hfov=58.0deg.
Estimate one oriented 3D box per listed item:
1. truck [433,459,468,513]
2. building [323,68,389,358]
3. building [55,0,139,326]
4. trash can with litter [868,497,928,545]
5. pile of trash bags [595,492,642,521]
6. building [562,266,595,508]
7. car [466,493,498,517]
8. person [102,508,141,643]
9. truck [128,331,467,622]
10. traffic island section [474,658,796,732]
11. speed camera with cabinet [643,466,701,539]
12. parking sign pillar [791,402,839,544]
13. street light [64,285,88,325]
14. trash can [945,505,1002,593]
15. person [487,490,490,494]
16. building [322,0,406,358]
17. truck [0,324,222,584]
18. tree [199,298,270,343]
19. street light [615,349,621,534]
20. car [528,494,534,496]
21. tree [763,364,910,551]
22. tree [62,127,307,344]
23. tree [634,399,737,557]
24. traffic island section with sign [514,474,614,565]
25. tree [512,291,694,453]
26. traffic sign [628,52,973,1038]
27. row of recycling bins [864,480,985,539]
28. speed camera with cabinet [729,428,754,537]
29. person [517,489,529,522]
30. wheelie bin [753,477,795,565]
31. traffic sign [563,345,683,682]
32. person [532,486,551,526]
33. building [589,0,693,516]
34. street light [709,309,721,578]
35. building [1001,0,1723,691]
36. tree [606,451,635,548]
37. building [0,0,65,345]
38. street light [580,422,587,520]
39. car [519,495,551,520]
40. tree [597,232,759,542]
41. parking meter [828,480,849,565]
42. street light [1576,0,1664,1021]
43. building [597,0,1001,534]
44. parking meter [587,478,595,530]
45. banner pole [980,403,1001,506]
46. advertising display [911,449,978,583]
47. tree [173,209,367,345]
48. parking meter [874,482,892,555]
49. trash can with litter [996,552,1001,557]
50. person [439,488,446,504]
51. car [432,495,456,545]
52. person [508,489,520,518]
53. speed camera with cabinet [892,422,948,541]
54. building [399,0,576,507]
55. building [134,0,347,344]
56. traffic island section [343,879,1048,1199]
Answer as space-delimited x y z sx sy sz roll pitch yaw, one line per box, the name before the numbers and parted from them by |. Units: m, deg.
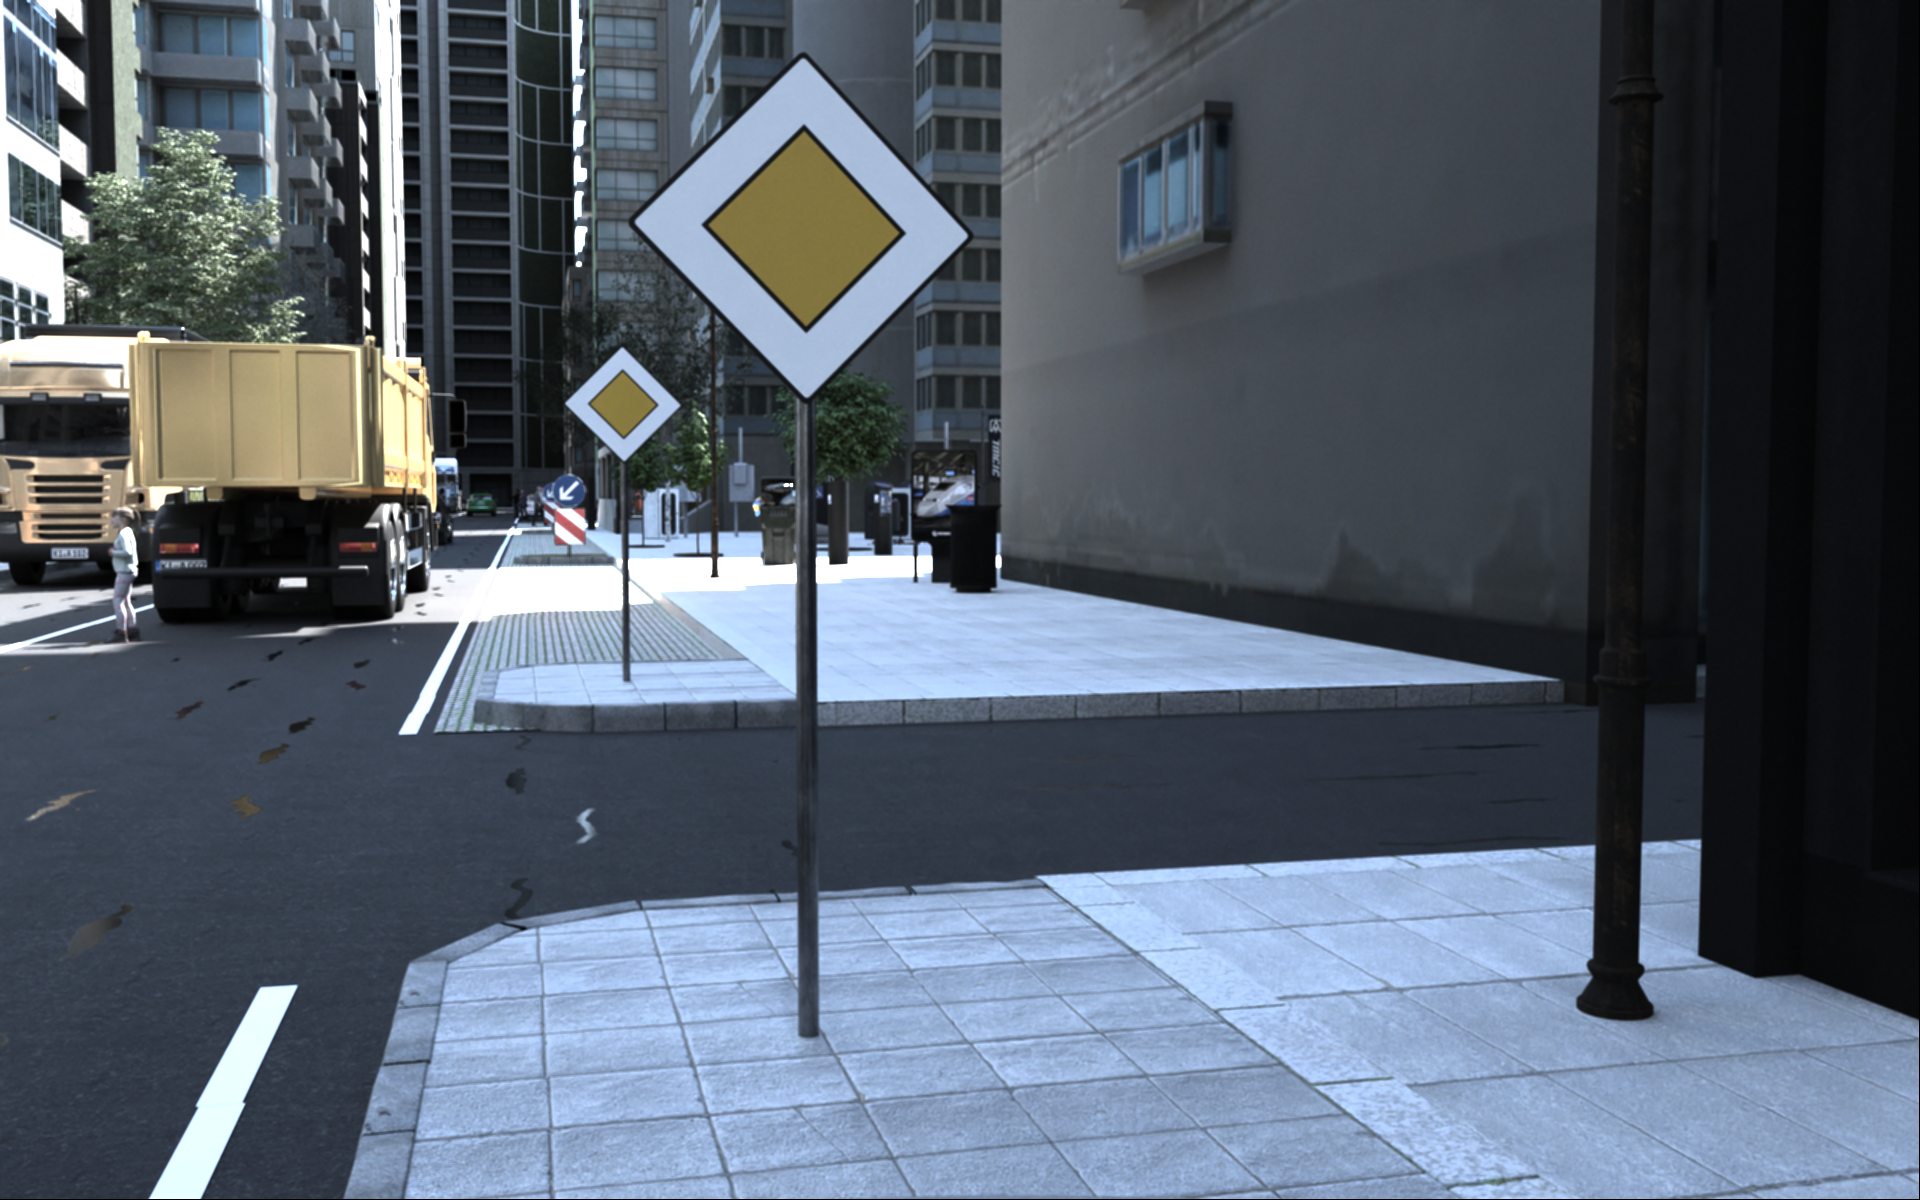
truck | -40.556 -9.000 136.913 2.967 4.110 18.799 -1 4 -12
building | -46.589 -21.125 117.100 14.160 30.474 14.107 -1 4 -14
building | -37.113 -17.594 59.360 14.160 30.474 14.107 -1 4 -14
trash can with litter | -1.361 -2.021 44.095 2.233 1.210 1.678 -1 4 -13
pile of trash bags | -16.130 -4.454 82.575 1.912 1.369 3.447 2 4 25
building | -19.630 -18.569 148.642 27.650 21.520 28.899 -1 4 -14
car | -30.978 -6.321 112.151 1.959 1.807 4.718 -1 4 -13
person | -8.098 -0.241 16.725 0.394 1.301 0.425 -3 5 -40
truck | -8.573 -1.667 23.174 3.469 3.379 9.791 -1 4 -13
traffic island section | -2.264 0.636 11.879 2.009 0.180 2.903 -1 4 -14
speed camera with cabinet | -8.285 -3.401 49.936 0.660 3.252 2.038 2 4 28
parking sign pillar | -3.721 -3.450 44.875 1.447 3.967 1.447 0 4 -3
street light | -19.584 -4.021 38.538 0.468 5.910 1.993 -1 4 -14
trash can | 0.178 -0.673 22.654 0.748 1.137 0.748 0 3 0
person | -36.103 -7.528 132.305 0.721 1.735 1.217 2 4 26
building | -59.075 -33.605 138.674 27.495 52.752 28.713 -1 4 -14
truck | -14.710 -2.575 31.017 2.839 4.237 11.283 -1 4 -14
tree | -26.917 -6.875 62.773 4.360 8.622 3.978 0 3 0
street light | -10.962 -5.050 55.357 0.468 5.910 1.993 -1 4 -14
car | -37.323 -8.691 152.316 2.015 1.641 3.980 -1 4 -14
tree | -2.822 -3.423 39.684 4.285 4.588 4.351 0 3 0
tree | -24.112 -8.298 53.802 7.486 12.596 7.792 0 3 0
tree | -5.532 -2.507 35.592 1.663 3.219 1.824 0 3 0
traffic island section with sign | -8.189 -1.659 35.758 1.989 1.847 2.006 -1 4 -14
tree | -15.980 -8.844 79.007 8.767 10.594 7.601 -1 4 -17
traffic sign | -0.362 -0.025 4.045 0.795 2.450 0.064 -1 4 -14
row of recycling bins | -1.022 -2.604 49.681 3.534 1.692 1.069 -1 4 -20
speed camera with cabinet | -5.832 -3.511 51.737 2.038 3.252 0.660 0 4 2
person | -22.756 -4.939 90.172 0.541 1.710 0.530 3 5 43
wheelie bin | -3.264 -1.438 31.425 0.980 1.594 0.693 0 4 -6
traffic sign | -2.285 -0.499 11.796 0.795 2.450 0.064 -1 4 -14
person | -18.665 -4.170 77.072 0.834 1.777 0.661 0 4 3
building | -13.118 -25.157 94.906 14.154 41.232 14.086 -1 4 -14
street light | -3.741 -3.271 26.264 0.468 5.910 1.993 -1 4 -14
building | 11.851 -24.424 23.030 21.600 48.544 21.300 -1 4 -14
tree | -7.545 -2.885 41.763 1.663 3.219 1.824 0 3 0
building | -88.168 -50.201 133.460 31.000 86.520 22.319 -1 4 -14
street light | -18.335 -6.854 84.850 0.468 5.910 1.993 -1 4 -14
car | -23.616 -5.180 97.059 2.083 1.381 4.827 -1 4 -16
tree | -7.595 -5.860 46.166 4.360 8.622 3.978 0 3 0
parking meter | -2.206 -1.406 31.406 0.372 1.533 0.369 0 3 0
street light | 1.628 -1.917 4.128 0.468 5.910 1.993 -1 4 -14
building | 2.628 -22.885 66.046 32.217 40.220 23.993 -1 4 -14
parking meter | -13.209 -3.443 61.997 0.255 1.863 0.399 -1 4 -18
banner pole | 0.849 -3.547 48.016 0.863 3.779 0.401 -1 4 -15
advertising display | -0.223 -1.211 25.017 0.974 1.923 0.123 1 4 9
tree | -30.225 -10.106 75.607 12.009 13.543 11.850 0 3 0
parking meter | -1.615 -1.714 36.436 0.372 1.533 0.369 0 3 0
trash can with litter | 1.139 -1.515 35.823 1.678 1.210 2.233 1 4 14
person | -27.420 -5.068 92.087 0.721 1.735 1.217 -1 4 -14
car | -15.521 -2.440 49.681 2.009 1.686 4.222 -1 4 -13
person | -26.447 -5.734 103.066 1.217 1.723 0.721 3 4 36
speed camera with cabinet | -1.086 -3.261 47.646 2.038 3.252 0.660 1 4 23
building | -48.957 -44.922 172.732 20.611 71.187 20.563 -1 4 -14
building | -46.044 -29.000 93.756 23.786 49.044 30.456 -1 4 -14
traffic island section | -0.341 1.110 4.128 2.009 0.180 2.903 -1 4 -14
